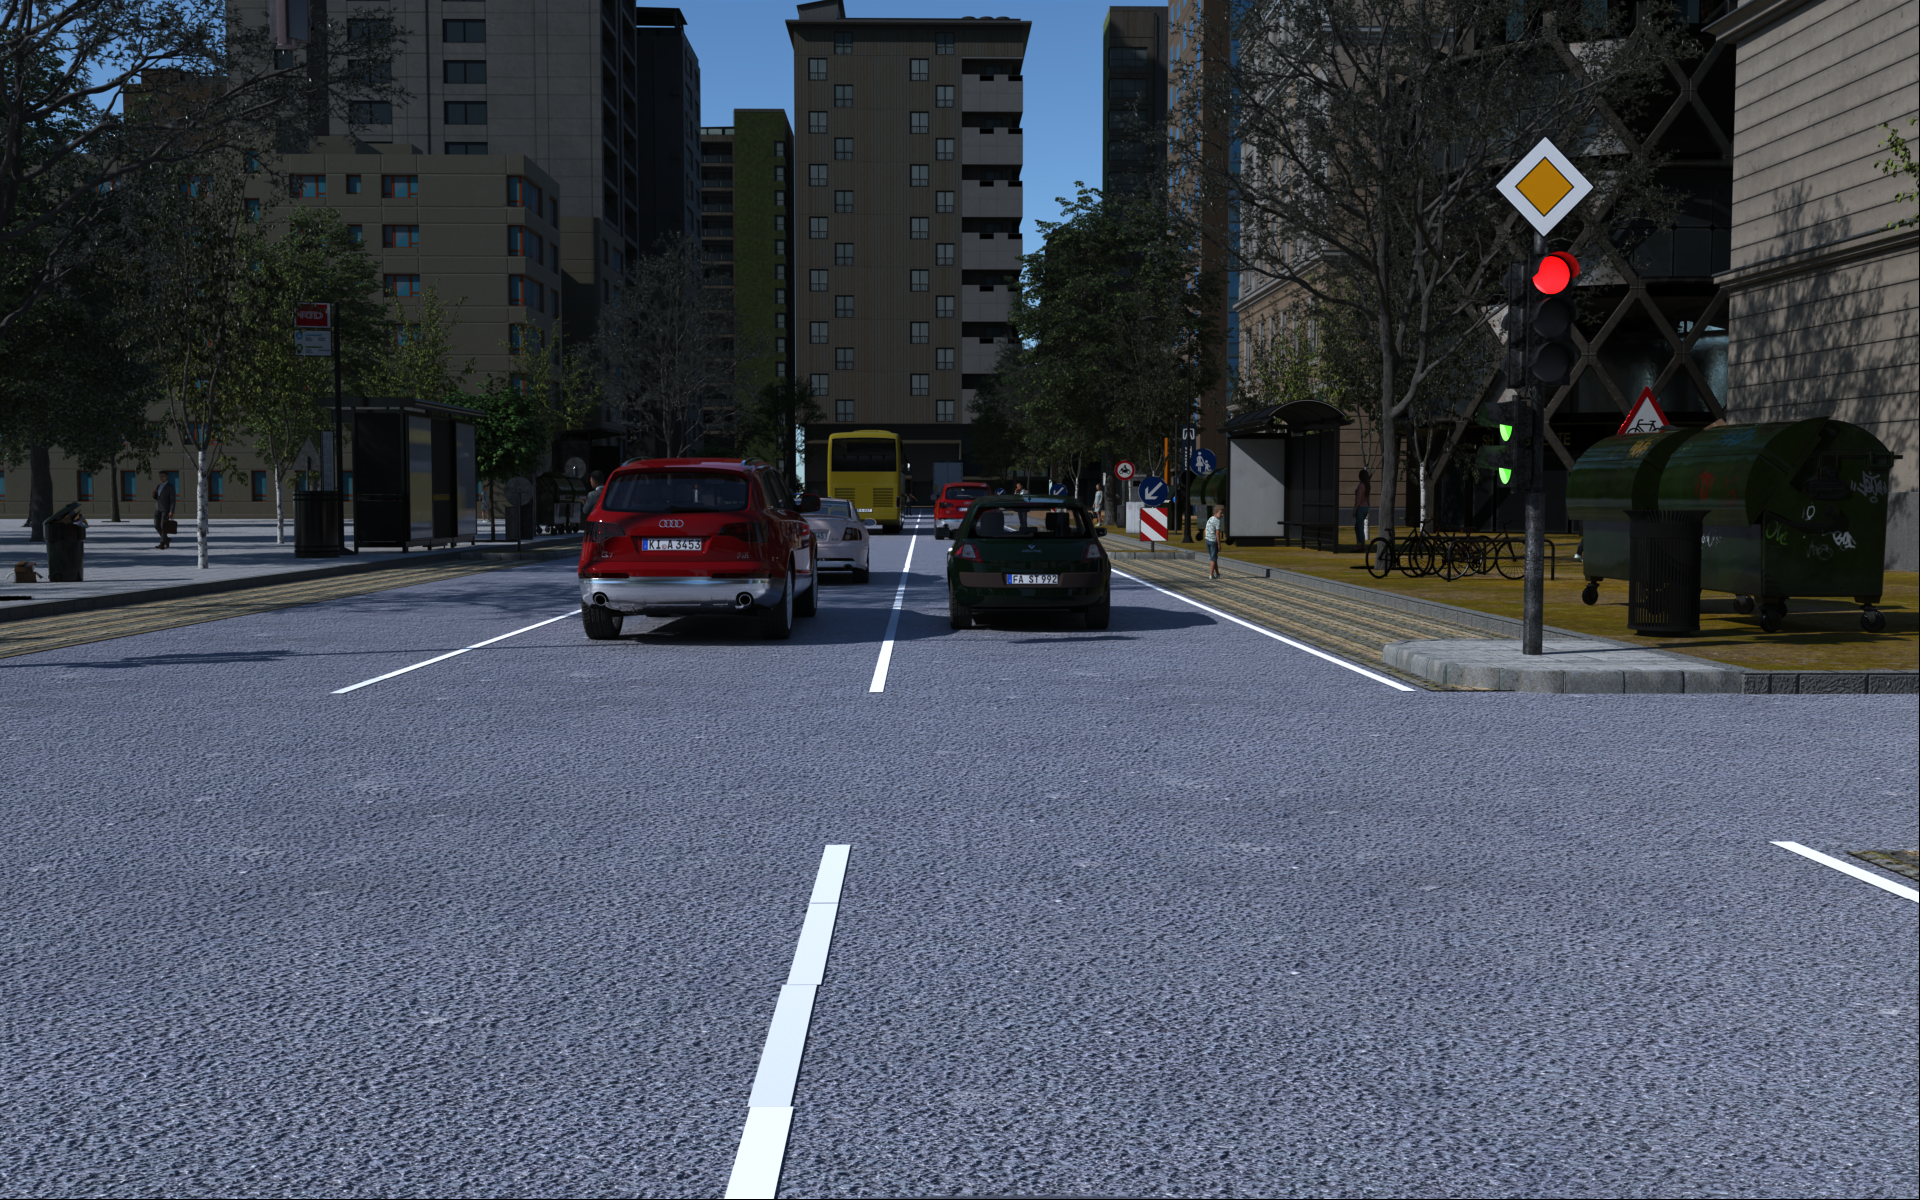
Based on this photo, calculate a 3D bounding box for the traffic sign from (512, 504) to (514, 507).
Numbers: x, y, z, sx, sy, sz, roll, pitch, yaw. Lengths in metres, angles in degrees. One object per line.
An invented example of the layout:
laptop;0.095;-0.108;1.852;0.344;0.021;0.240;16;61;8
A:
traffic sign;-13.270;-3.141;51.356;0.884;2.594;0.081;0;4;8

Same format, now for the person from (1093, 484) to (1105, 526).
person;5.573;-3.817;69.459;0.522;1.701;0.512;-2;4;-33

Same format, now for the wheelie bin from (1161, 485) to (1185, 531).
wheelie bin;7.507;-3.261;61.221;0.693;1.594;0.980;-2;4;-29

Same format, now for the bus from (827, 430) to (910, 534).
bus;-3.397;-4.531;65.633;2.896;3.916;12.252;0;4;-1

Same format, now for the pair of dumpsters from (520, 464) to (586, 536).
pair of dumpsters;-13.113;-3.232;55.343;1.574;2.255;4.437;0;4;-1

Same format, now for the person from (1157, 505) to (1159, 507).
person;12.338;-6.322;109.271;0.709;1.838;0.599;0;4;1

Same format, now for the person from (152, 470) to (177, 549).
person;-18.441;-2.089;40.170;0.622;1.834;0.822;0;4;7

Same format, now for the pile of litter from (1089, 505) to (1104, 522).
pile of litter;6.401;-4.026;79.786;1.719;0.858;1.176;0;4;6

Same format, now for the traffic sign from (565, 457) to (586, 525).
traffic sign;-13.224;-3.634;59.530;0.768;2.556;0.104;1;4;8

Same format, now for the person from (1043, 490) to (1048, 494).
person;7.810;-9.222;158.295;0.593;1.643;0.415;2;4;24

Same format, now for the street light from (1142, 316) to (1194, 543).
street light;5.448;-4.455;45.375;1.470;5.913;1.316;0;4;-1

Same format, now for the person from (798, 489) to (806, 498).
person;-9.621;-6.003;107.164;1.217;1.766;0.721;1;4;9

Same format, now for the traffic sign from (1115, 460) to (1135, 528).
traffic sign;6.157;-3.954;64.752;0.768;2.556;0.104;0;4;2

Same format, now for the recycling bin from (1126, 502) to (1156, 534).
recycling bin;5.854;-2.661;56.065;0.722;1.027;0.722;3;4;37

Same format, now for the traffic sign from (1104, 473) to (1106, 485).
traffic sign;7.237;-5.003;83.926;0.606;2.300;0.079;0;4;1

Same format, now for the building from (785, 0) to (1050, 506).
building;-4.469;-36.966;193.635;27.495;52.752;28.713;0;4;-1

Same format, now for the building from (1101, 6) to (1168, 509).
building;19.104;-28.501;149.580;14.154;41.232;14.086;0;4;-1

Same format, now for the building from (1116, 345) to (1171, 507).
building;23.779;-49.715;125.512;22.319;86.520;31.000;0;4;-1

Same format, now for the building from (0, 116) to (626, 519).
building;-36.254;-15.758;102.689;27.650;21.520;28.899;0;4;-1

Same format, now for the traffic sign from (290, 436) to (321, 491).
traffic sign;-14.564;-2.367;38.711;0.884;2.594;0.081;1;4;9

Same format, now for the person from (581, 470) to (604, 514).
person;-5.693;-1.132;27.197;0.466;1.800;0.511;1;4;22

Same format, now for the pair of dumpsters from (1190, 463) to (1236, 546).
pair of dumpsters;7.091;-2.608;45.140;1.574;2.255;4.437;0;4;-1

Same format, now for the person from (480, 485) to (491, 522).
person;-21.500;-4.367;78.441;0.522;1.701;0.512;0;4;3

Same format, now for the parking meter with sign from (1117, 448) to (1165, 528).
parking meter with sign;6.837;-4.250;65.748;1.738;3.016;0.543;1;4;22

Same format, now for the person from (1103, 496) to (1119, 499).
person;9.899;-6.605;114.124;1.350;1.814;0.705;3;5;43

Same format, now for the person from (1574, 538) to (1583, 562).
person;11.866;-1.616;32.476;0.620;1.820;0.660;-1;4;-19

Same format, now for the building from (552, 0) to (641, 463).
building;-32.312;-42.062;125.966;20.563;71.187;20.611;0;4;-1

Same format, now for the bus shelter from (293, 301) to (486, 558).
bus shelter;-12.829;-3.742;38.822;2.179;5.291;8.768;0;4;-1

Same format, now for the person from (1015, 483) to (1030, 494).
person;2.093;-3.018;58.023;0.473;1.802;0.592;-3;5;-42

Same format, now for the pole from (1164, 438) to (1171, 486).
pole;7.537;-4.227;62.954;0.158;3.312;0.155;0;3;0

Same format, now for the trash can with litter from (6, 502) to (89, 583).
trash can with litter;-13.261;-0.842;25.154;1.055;1.170;0.624;-2;4;-33

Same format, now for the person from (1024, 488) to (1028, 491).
person;4.441;-6.860;118.920;0.721;1.735;1.217;2;4;30

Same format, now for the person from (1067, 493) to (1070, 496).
person;9.176;-8.861;151.440;1.217;1.766;0.721;0;4;-3

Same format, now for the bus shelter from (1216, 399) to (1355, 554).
bus shelter;7.326;-2.796;39.640;2.014;3.302;5.546;0;4;-1

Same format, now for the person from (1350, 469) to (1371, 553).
person;8.787;-1.948;37.898;0.388;1.821;0.555;2;4;32

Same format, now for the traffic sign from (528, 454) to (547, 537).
traffic sign;-12.713;-3.158;51.735;0.768;2.556;0.104;0;4;3

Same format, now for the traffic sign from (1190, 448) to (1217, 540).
traffic sign;6.761;-2.948;48.302;0.768;2.556;0.104;0;4;0

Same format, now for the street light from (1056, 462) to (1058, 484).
street light;4.447;-7.118;88.914;1.470;5.913;1.316;0;4;-1

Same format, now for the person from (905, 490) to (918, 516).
person;-3.393;-6.511;115.676;1.217;1.735;0.721;1;4;21

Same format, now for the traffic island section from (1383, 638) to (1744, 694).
traffic island section;4.606;0.514;13.870;2.009;0.180;2.903;0;4;-1

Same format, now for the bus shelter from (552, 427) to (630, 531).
bus shelter;-13.555;-4.442;63.902;1.731;3.624;6.357;0;4;-1

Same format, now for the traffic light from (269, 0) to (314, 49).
traffic light;-7.503;-2.377;13.531;4.771;5.953;1.251;0;4;-1

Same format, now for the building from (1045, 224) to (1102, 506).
building;16.470;-25.442;187.672;14.107;30.474;14.160;0;4;-1

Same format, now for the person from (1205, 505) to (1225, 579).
person;4.281;-0.975;29.126;0.352;1.250;0.332;1;4;14

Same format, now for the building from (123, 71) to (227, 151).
building;-78.931;-32.771;185.920;14.200;45.320;14.600;0;4;-1

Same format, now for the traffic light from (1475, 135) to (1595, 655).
traffic light;4.566;-1.519;13.755;0.839;4.253;0.868;0;4;-1

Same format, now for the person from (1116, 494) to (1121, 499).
person;11.725;-7.657;132.025;1.217;1.735;0.721;3;4;38

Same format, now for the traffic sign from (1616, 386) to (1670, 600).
traffic sign;8.293;-1.285;21.010;0.884;2.594;0.081;0;4;4

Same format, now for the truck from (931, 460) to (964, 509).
truck;-1.049;-9.638;146.490;2.839;4.237;11.283;0;4;-1

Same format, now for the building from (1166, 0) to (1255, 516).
building;20.260;-27.732;103.530;14.600;45.320;14.200;0;4;-1

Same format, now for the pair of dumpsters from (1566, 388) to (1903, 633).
pair of dumpsters;7.856;-0.945;17.949;1.574;2.255;4.437;0;4;-1

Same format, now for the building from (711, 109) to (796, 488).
building;-25.179;-30.801;187.184;14.086;41.232;14.154;0;4;-1
